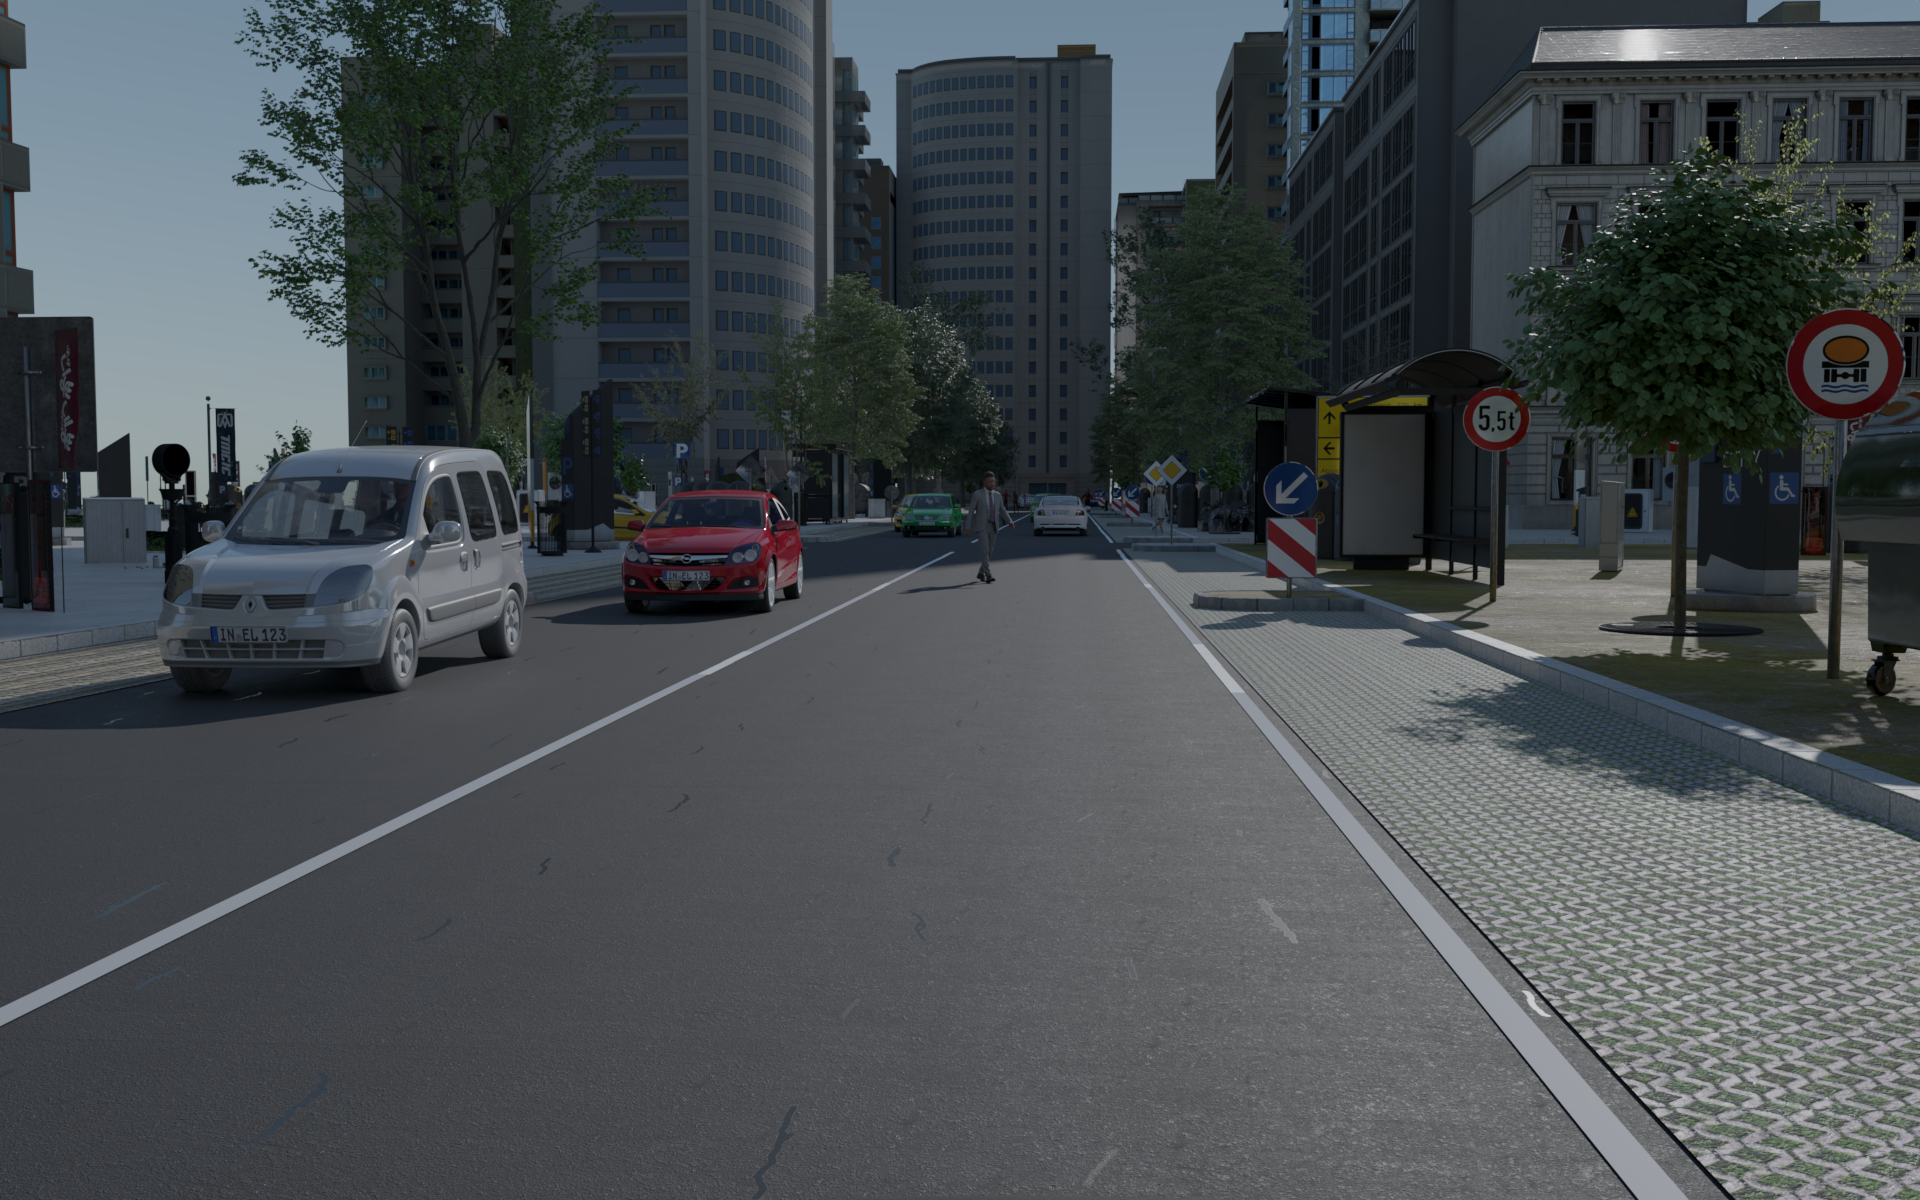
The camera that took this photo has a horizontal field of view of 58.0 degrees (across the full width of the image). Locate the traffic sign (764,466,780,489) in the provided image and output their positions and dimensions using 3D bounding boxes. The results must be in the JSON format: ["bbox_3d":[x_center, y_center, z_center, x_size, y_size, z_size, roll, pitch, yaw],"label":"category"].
[{"bbox_3d":[-8.688,-4.857,79.417,0.884,2.594,0.081,1,4,13],"label":"traffic sign"}]

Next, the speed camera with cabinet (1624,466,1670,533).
[{"bbox_3d":[22.764,-3.826,56.884,2.038,3.252,0.660,2,4,35],"label":"speed camera with cabinet"}]

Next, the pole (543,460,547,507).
[{"bbox_3d":[-23.554,-6.386,98.251,0.158,3.312,0.155,0,3,0],"label":"pole"}]

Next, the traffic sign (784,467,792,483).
[{"bbox_3d":[-7.803,-4.922,80.588,0.768,2.556,0.104,0,4,4],"label":"traffic sign"}]

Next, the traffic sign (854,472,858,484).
[{"bbox_3d":[-6.170,-5.998,98.171,0.768,2.556,0.104,1,4,12],"label":"traffic sign"}]

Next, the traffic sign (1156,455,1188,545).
[{"bbox_3d":[5.373,-2.467,43.983,0.795,2.450,0.064,0,4,4],"label":"traffic sign"}]

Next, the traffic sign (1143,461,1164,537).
[{"bbox_3d":[5.884,-2.955,51.952,0.795,2.450,0.064,0,4,4],"label":"traffic sign"}]

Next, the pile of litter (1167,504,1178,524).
[{"bbox_3d":[9.488,-3.682,74.161,1.176,0.858,1.719,0,4,1],"label":"pile of litter"}]

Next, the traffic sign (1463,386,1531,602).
[{"bbox_3d":[6.367,-1.254,20.614,0.768,2.556,0.104,1,4,13],"label":"traffic sign"}]

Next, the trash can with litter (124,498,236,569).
[{"bbox_3d":[-13.192,-1.158,29.993,2.233,1.210,1.678,1,4,23],"label":"trash can with litter"}]

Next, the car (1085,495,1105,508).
[{"bbox_3d":[12.838,-9.256,163.909,1.945,1.354,3.894,0,4,2],"label":"car"}]

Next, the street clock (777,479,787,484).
[{"bbox_3d":[-8.598,-4.831,83.560,0.471,2.002,0.358,2,4,27],"label":"street clock"}]

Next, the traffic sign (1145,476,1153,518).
[{"bbox_3d":[10.265,-5.664,92.708,0.768,2.556,0.104,1,4,13],"label":"traffic sign"}]

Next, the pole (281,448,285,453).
[{"bbox_3d":[-30.007,-5.077,76.853,0.158,3.312,0.155,0,3,0],"label":"pole"}]

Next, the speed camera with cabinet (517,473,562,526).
[{"bbox_3d":[-16.856,-4.623,69.926,2.038,3.252,0.660,1,4,13],"label":"speed camera with cabinet"}]

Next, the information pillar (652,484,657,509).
[{"bbox_3d":[-21.623,-7.220,122.536,0.304,2.012,0.304,1,4,9],"label":"information pillar"}]

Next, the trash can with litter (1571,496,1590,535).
[{"bbox_3d":[19.998,-2.646,54.318,2.233,1.210,1.678,-3,5,-40],"label":"trash can with litter"}]

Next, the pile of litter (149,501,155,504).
[{"bbox_3d":[-52.284,-5.969,111.564,1.719,0.858,1.176,-3,5,-42],"label":"pile of litter"}]

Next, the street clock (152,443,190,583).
[{"bbox_3d":[-11.286,-1.239,24.825,0.358,2.002,0.471,2,4,28],"label":"street clock"}]

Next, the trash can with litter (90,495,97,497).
[{"bbox_3d":[-58.977,-6.596,118.908,1.678,1.210,2.233,3,5,43],"label":"trash can with litter"}]

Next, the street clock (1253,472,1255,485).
[{"bbox_3d":[9.337,-3.019,53.932,0.358,2.002,0.471,-2,4,-28],"label":"street clock"}]

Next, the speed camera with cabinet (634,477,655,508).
[{"bbox_3d":[-19.319,-6.745,104.612,0.660,3.252,2.038,2,4,32],"label":"speed camera with cabinet"}]

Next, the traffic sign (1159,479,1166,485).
[{"bbox_3d":[9.998,-5.166,86.598,0.606,2.300,0.079,1,4,13],"label":"traffic sign"}]

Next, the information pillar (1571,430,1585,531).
[{"bbox_3d":[21.298,-4.173,59.580,0.504,3.616,0.183,-2,4,-34],"label":"information pillar"}]

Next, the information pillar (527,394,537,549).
[{"bbox_3d":[-10.103,-3.022,40.761,0.183,3.616,0.504,-1,4,-22],"label":"information pillar"}]

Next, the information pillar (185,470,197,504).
[{"bbox_3d":[-23.980,-3.030,54.027,0.304,2.012,0.304,-1,4,-19],"label":"information pillar"}]

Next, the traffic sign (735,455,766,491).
[{"bbox_3d":[-5.398,-2.511,44.692,0.795,2.450,0.064,0,4,4],"label":"traffic sign"}]

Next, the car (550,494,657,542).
[{"bbox_3d":[-9.394,-2.319,48.133,3.980,1.641,2.015,0,4,4],"label":"car"}]

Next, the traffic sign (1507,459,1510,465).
[{"bbox_3d":[9.696,-1.957,32.006,0.884,2.594,0.081,0,4,7],"label":"traffic sign"}]

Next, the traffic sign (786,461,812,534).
[{"bbox_3d":[-4.887,-2.998,52.661,0.795,2.450,0.064,0,4,4],"label":"traffic sign"}]

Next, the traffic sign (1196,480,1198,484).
[{"bbox_3d":[12.715,-5.843,95.540,0.884,2.594,0.081,1,4,9],"label":"traffic sign"}]

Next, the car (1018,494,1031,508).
[{"bbox_3d":[6.995,-10.699,185.158,2.015,1.641,3.980,0,4,4],"label":"car"}]

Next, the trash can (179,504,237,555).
[{"bbox_3d":[-10.513,-0.770,24.240,0.748,1.137,0.748,0,3,0],"label":"trash can"}]

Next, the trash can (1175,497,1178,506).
[{"bbox_3d":[11.335,-4.706,88.594,0.748,1.137,0.748,0,3,0],"label":"trash can"}]

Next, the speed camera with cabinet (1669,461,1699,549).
[{"bbox_3d":[17.556,-2.869,41.237,0.660,3.252,2.038,2,4,35],"label":"speed camera with cabinet"}]

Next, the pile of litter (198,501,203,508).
[{"bbox_3d":[-46.792,-5.634,106.082,1.719,0.858,1.176,2,4,28],"label":"pile of litter"}]

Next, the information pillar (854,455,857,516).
[{"bbox_3d":[-6.243,-6.682,100.609,0.504,3.616,0.183,0,4,-3],"label":"information pillar"}]

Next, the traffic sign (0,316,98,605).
[{"bbox_3d":[-11.035,-1.596,19.967,2.265,3.308,0.079,0,4,5],"label":"traffic sign"}]

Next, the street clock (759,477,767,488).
[{"bbox_3d":[-8.522,-4.294,74.772,0.358,2.002,0.471,1,4,11],"label":"street clock"}]

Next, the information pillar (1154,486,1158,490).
[{"bbox_3d":[13.889,-7.202,122.251,0.304,2.012,0.304,-3,4,-36],"label":"information pillar"}]

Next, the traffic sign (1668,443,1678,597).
[{"bbox_3d":[8.880,-1.306,21.466,0.768,2.556,0.104,1,4,12],"label":"traffic sign"}]

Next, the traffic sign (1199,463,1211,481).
[{"bbox_3d":[10.330,-4.406,72.146,0.768,2.556,0.104,0,4,7],"label":"traffic sign"}]

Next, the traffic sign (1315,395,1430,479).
[{"bbox_3d":[8.483,-2.558,35.703,2.265,3.308,0.079,1,4,12],"label":"traffic sign"}]

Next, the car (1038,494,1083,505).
[{"bbox_3d":[4.485,-4.135,77.390,2.009,1.686,4.222,0,4,2],"label":"car"}]

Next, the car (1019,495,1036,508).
[{"bbox_3d":[7.196,-10.237,179.731,2.083,1.381,4.827,0,4,4],"label":"car"}]

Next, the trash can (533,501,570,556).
[{"bbox_3d":[-8.433,-1.476,35.784,0.748,1.137,0.748,0,3,0],"label":"trash can"}]

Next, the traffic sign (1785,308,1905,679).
[{"bbox_3d":[6.070,-0.725,11.961,0.768,2.556,0.104,1,4,9],"label":"traffic sign"}]

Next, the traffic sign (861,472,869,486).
[{"bbox_3d":[-5.396,-6.166,100.927,0.768,2.556,0.104,0,4,8],"label":"traffic sign"}]
